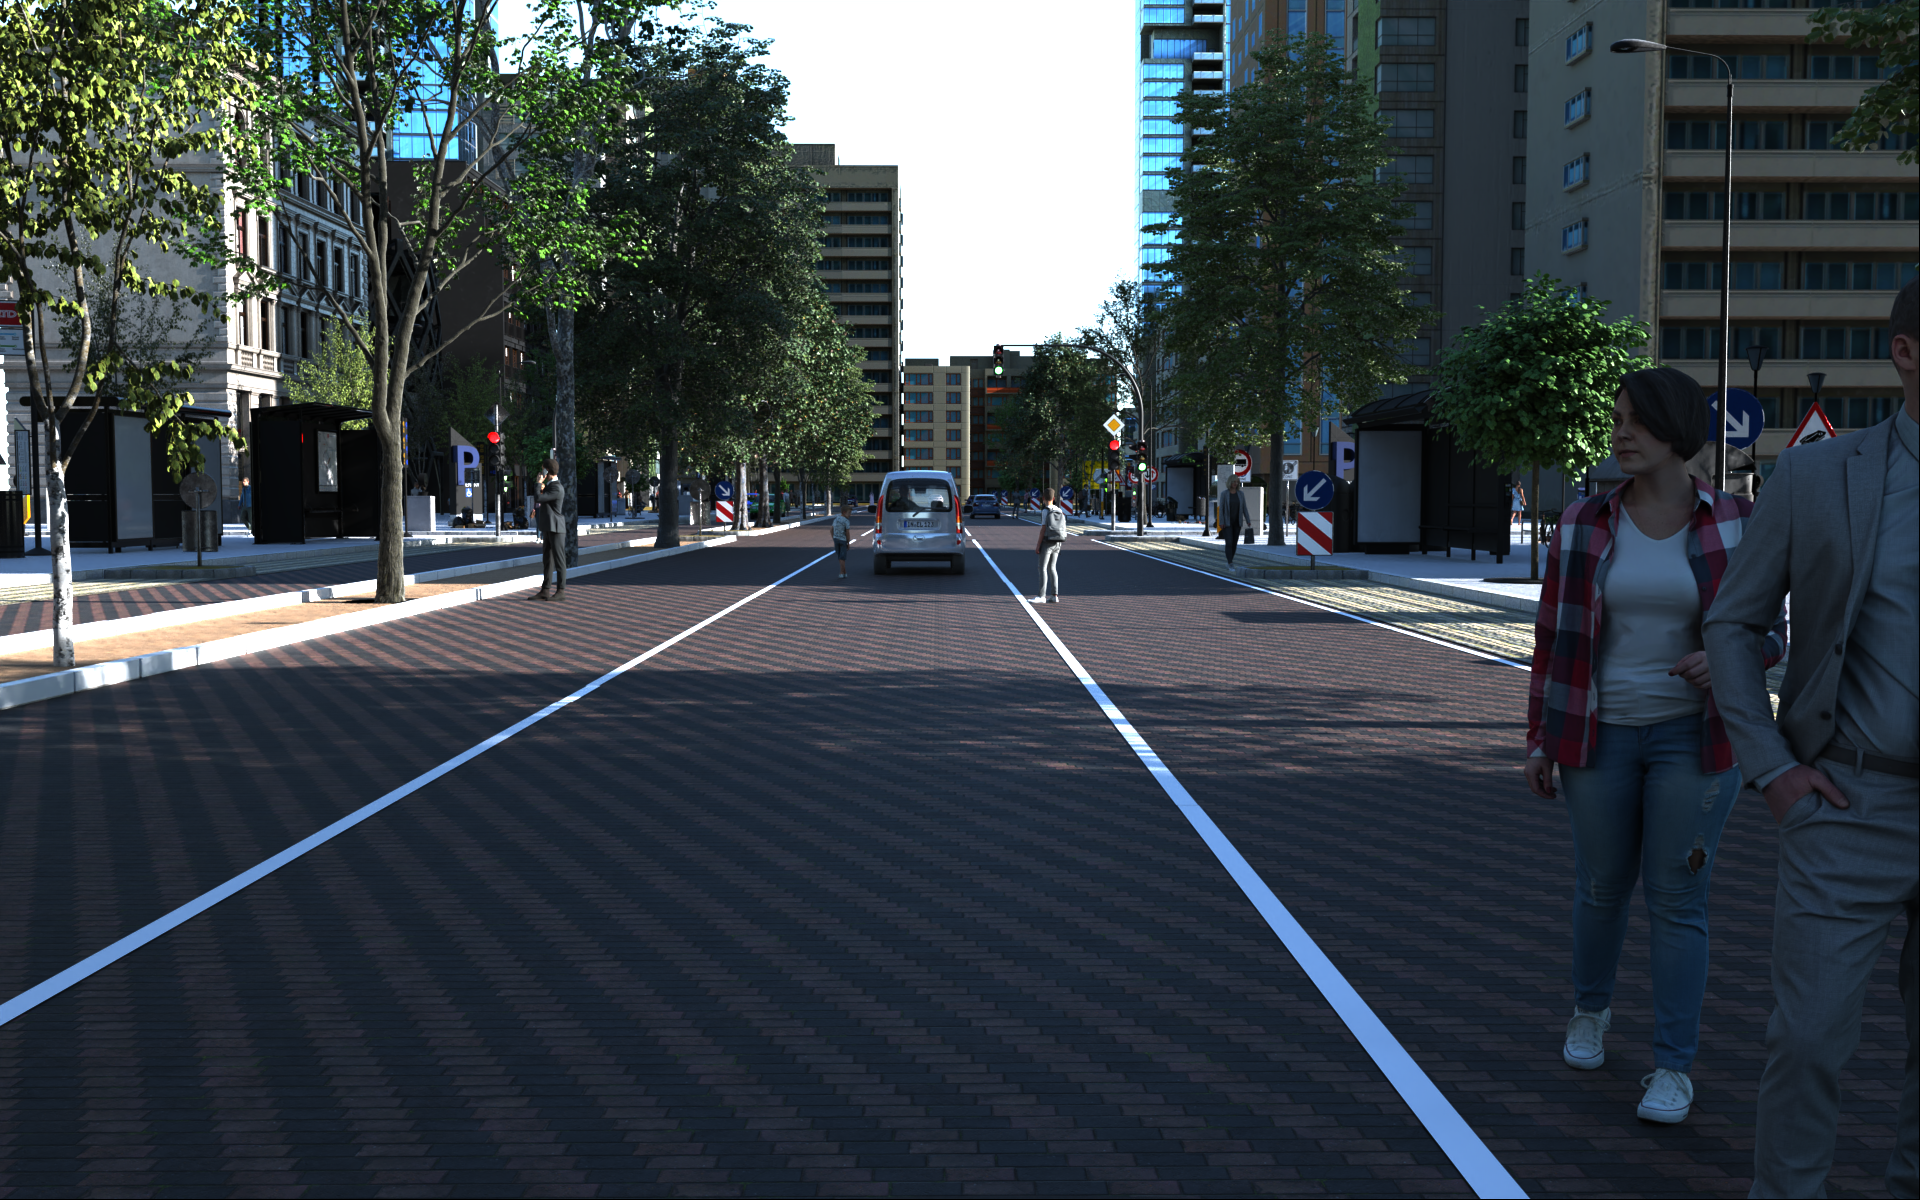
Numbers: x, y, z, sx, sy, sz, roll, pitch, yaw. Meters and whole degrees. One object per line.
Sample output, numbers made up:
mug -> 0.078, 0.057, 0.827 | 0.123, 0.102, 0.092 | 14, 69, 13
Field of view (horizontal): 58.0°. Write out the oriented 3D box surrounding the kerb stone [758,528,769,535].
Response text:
kerb stone -> -7.110, -2.477, 62.701 | 0.120, 0.150, 1.000 | 0, 4, -1

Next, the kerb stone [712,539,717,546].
kerb stone -> -6.909, -1.571, 47.876 | 0.120, 0.150, 1.000 | 0, 4, -1

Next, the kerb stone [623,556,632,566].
kerb stone -> -6.728, -0.747, 34.518 | 0.120, 0.150, 1.000 | 0, 4, -1

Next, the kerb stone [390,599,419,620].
kerb stone -> -6.541, 0.126, 20.184 | 0.120, 0.150, 1.000 | 0, 4, -1

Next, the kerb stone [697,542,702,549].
kerb stone -> -6.868, -1.383, 44.803 | 0.120, 0.150, 1.000 | 0, 4, -1

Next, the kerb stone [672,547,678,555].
kerb stone -> -6.807, -1.127, 40.678 | 0.120, 0.150, 1.000 | 0, 4, -1

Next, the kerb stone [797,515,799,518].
kerb stone -> -9.727, -4.860, 101.659 | 0.120, 0.150, 1.000 | 0, 4, -1

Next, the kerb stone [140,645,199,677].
kerb stone -> -6.457, 0.500, 14.022 | 0.120, 0.150, 1.000 | 0, 4, -1

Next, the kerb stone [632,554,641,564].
kerb stone -> -6.746, -0.813, 35.540 | 0.120, 0.150, 1.000 | 0, 4, -1

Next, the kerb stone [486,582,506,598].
kerb stone -> -6.590, -0.127, 24.271 | 0.120, 0.150, 1.000 | 0, 4, -1

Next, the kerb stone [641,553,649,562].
kerb stone -> -6.761, -0.877, 36.581 | 0.120, 0.150, 1.000 | 0, 4, -1

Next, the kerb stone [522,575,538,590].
kerb stone -> -6.627, -0.249, 26.326 | 0.120, 0.150, 1.000 | 0, 4, -1

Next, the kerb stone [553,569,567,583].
kerb stone -> -6.641, -0.378, 28.371 | 0.120, 0.150, 1.000 | 0, 4, -1

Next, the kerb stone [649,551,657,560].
kerb stone -> -6.768, -0.935, 37.603 | 0.120, 0.150, 1.000 | 0, 4, -1

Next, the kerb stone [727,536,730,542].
kerb stone -> -6.948, -1.759, 50.960 | 0.120, 0.150, 1.000 | 0, 4, -1

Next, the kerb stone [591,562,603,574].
kerb stone -> -6.691, -0.566, 31.443 | 0.120, 0.150, 1.000 | 0, 4, -1

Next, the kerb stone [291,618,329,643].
kerb stone -> -6.496, 0.318, 17.097 | 0.120, 0.150, 1.000 | 0, 4, -1

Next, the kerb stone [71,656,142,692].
kerb stone -> -6.446, 0.563, 12.989 | 0.120, 0.150, 1.000 | 0, 4, -1

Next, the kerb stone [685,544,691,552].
kerb stone -> -6.838, -1.250, 42.743 | 0.120, 0.150, 1.000 | 0, 4, -1

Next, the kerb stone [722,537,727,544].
kerb stone -> -6.926, -1.697, 49.934 | 0.120, 0.150, 1.000 | 0, 4, -1

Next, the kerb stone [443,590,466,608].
kerb stone -> -6.564, -0.002, 22.228 | 0.120, 0.150, 1.000 | 0, 4, -1

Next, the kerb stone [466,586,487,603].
kerb stone -> -6.577, -0.063, 23.250 | 0.120, 0.150, 1.000 | 0, 4, -1

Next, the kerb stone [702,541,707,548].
kerb stone -> -6.875, -1.445, 45.825 | 0.120, 0.150, 1.000 | 0, 4, -1

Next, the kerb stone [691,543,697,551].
kerb stone -> -6.847, -1.320, 43.777 | 0.120, 0.150, 1.000 | 0, 4, -1

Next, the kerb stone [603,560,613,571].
kerb stone -> -6.707, -0.628, 32.467 | 0.120, 0.150, 1.000 | 0, 4, -1

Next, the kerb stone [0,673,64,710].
kerb stone -> -6.429, 0.626, 11.960 | 0.120, 0.150, 1.000 | 0, 4, -1

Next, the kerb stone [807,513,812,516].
kerb stone -> -9.882, -5.614, 113.976 | 0.120, 0.150, 1.000 | 0, 4, -1

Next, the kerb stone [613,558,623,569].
kerb stone -> -6.714, -0.687, 33.491 | 0.120, 0.150, 1.000 | 0, 4, -1

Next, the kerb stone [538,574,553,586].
kerb stone -> -6.634, -0.315, 27.347 | 0.120, 0.150, 1.000 | 0, 4, -1

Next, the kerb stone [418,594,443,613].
kerb stone -> -6.563, 0.061, 21.206 | 0.120, 0.150, 1.000 | 0, 4, -1

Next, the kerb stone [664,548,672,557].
kerb stone -> -6.798, -1.067, 39.648 | 0.120, 0.150, 1.000 | 0, 4, -1

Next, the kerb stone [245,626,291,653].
kerb stone -> -6.476, 0.374, 16.073 | 0.120, 0.150, 1.000 | 0, 4, -1

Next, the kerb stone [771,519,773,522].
kerb stone -> -9.550, -4.107, 89.341 | 0.120, 0.150, 1.000 | 0, 4, -1

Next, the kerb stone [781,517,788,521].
kerb stone -> -9.633, -4.420, 94.467 | 0.120, 0.150, 1.000 | 0, 4, -1

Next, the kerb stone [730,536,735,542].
kerb stone -> -6.956, -1.822, 51.988 | 0.120, 0.150, 1.000 | 0, 4, -1

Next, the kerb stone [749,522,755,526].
kerb stone -> -9.416, -3.475, 79.080 | 0.120, 0.150, 1.000 | 0, 4, -1

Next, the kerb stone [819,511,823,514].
kerb stone -> -10.010, -6.177, 123.188 | 0.120, 0.150, 1.000 | 0, 4, -1

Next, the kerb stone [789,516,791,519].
kerb stone -> -9.661, -4.546, 96.517 | 0.120, 0.150, 1.000 | 0, 4, -1

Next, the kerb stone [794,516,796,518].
kerb stone -> -9.698, -4.734, 99.602 | 0.120, 0.150, 1.000 | 0, 4, -1

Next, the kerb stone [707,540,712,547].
kerb stone -> -6.889, -1.505, 46.847 | 0.120, 0.150, 1.000 | 0, 4, -1

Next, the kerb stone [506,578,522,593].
kerb stone -> -6.612, -0.186, 25.303 | 0.120, 0.150, 1.000 | 0, 4, -1

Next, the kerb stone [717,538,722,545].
kerb stone -> -6.923, -1.629, 48.912 | 0.120, 0.150, 1.000 | 0, 4, -1

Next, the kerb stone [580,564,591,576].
kerb stone -> -6.680, -0.503, 30.421 | 0.120, 0.150, 1.000 | 0, 4, -1

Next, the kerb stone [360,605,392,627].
kerb stone -> -6.525, 0.192, 19.148 | 0.120, 0.150, 1.000 | 0, 4, -1

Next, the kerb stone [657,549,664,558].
kerb stone -> -6.791, -1.003, 38.624 | 0.120, 0.150, 1.000 | 0, 4, -1

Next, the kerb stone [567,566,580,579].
kerb stone -> -6.664, -0.441, 29.399 | 0.120, 0.150, 1.000 | 0, 4, -1

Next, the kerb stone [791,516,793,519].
kerb stone -> -9.668, -4.608, 97.539 | 0.120, 0.150, 1.000 | 0, 4, -1

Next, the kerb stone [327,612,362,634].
kerb stone -> -6.511, 0.251, 18.119 | 0.120, 0.150, 1.000 | 0, 4, -1

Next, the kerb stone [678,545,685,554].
kerb stone -> -6.819, -1.194, 41.711 | 0.120, 0.150, 1.000 | 0, 4, -1

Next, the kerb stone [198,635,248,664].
kerb stone -> -6.467, 0.442, 15.044 | 0.120, 0.150, 1.000 | 0, 4, -1
